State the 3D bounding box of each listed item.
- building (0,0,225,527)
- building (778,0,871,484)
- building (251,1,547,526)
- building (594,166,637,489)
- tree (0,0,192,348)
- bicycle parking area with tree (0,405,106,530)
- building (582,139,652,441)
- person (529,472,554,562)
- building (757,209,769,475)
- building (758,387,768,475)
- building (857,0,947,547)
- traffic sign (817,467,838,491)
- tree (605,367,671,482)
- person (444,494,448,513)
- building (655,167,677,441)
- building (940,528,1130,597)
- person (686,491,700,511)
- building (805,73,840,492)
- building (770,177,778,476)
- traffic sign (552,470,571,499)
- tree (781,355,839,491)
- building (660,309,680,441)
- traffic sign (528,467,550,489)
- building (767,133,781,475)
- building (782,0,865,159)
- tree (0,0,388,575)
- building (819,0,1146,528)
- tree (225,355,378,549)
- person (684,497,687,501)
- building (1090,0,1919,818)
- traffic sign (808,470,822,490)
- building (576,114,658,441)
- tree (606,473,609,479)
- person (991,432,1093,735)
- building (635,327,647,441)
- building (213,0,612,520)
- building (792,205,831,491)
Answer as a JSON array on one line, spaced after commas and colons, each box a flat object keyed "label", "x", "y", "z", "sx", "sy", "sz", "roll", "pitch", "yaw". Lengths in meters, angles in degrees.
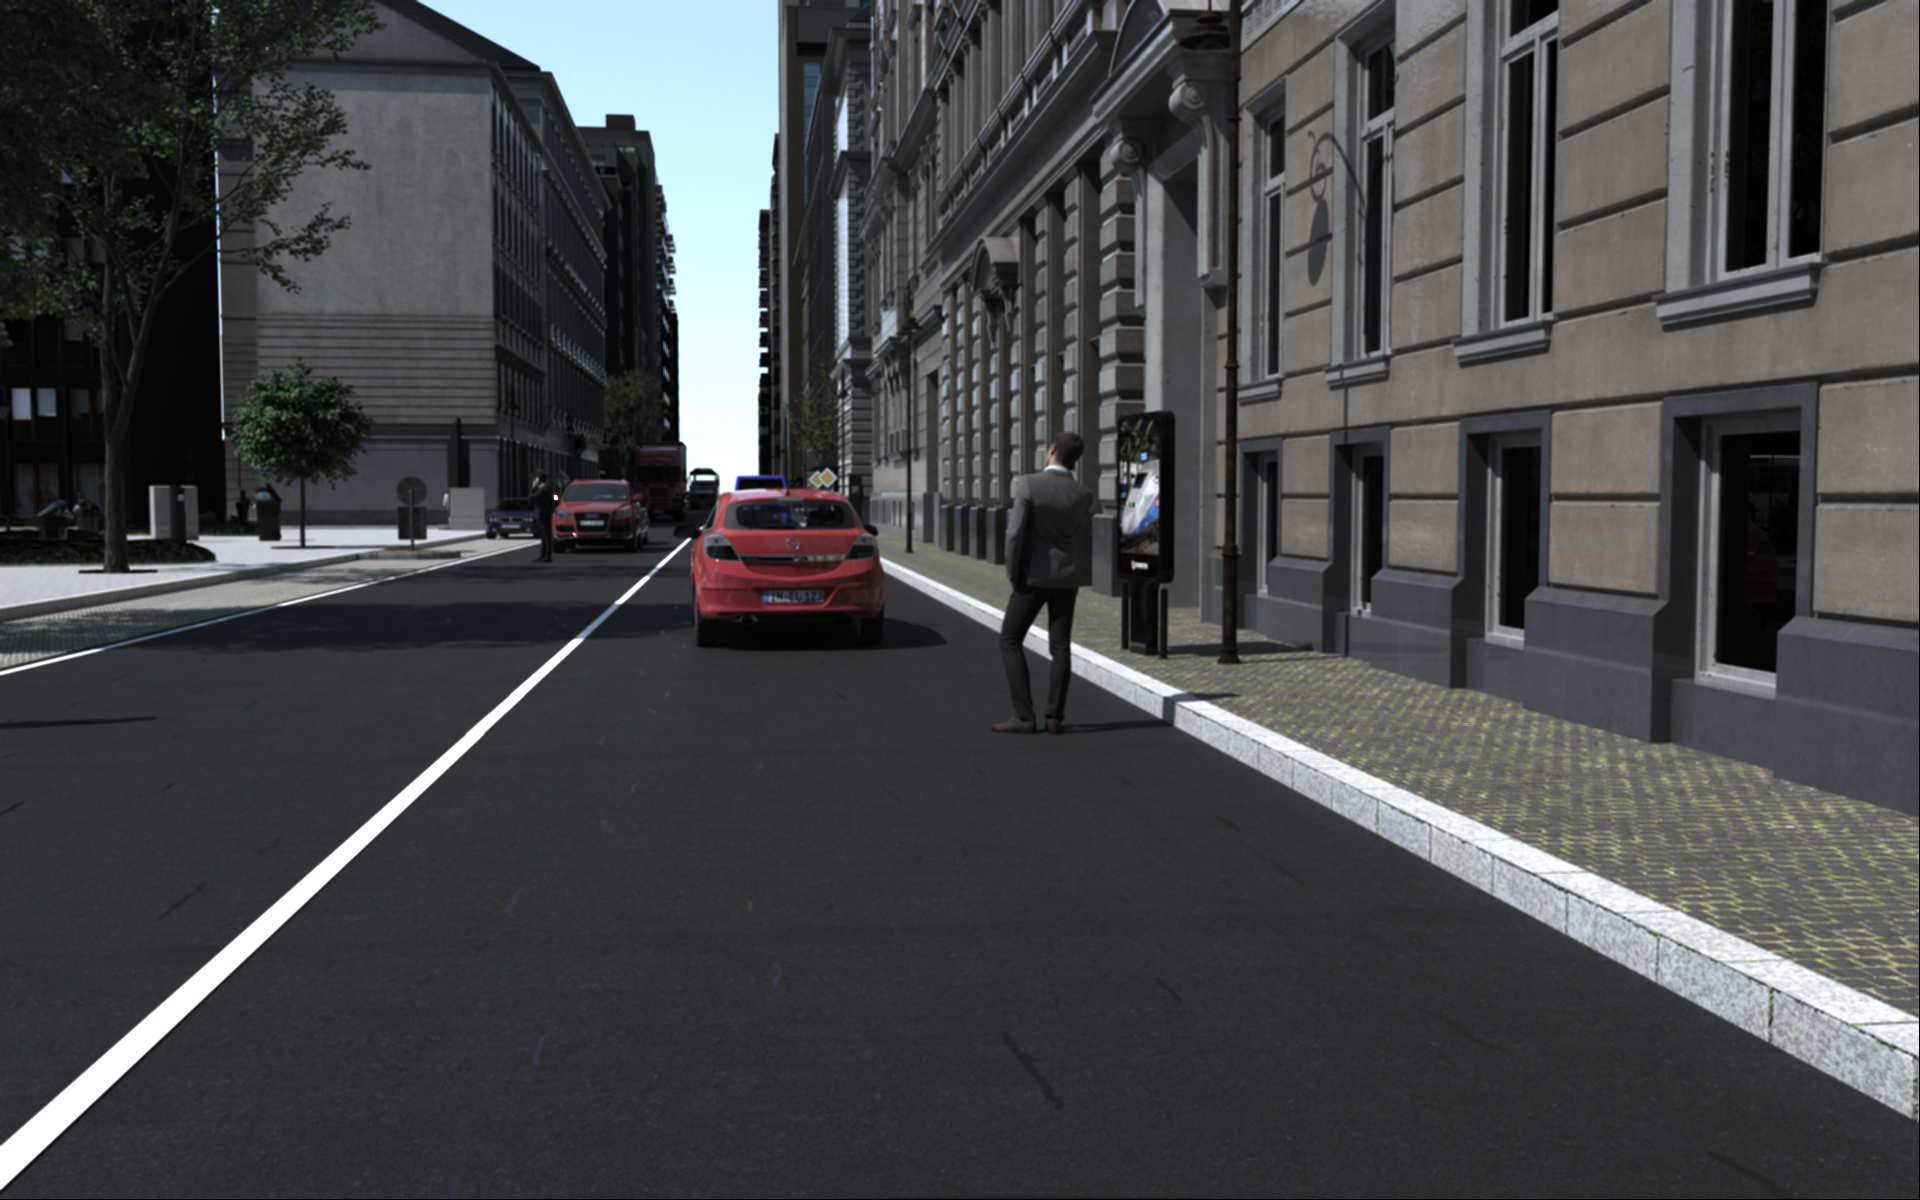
[{"label": "building", "x": -41.034, "y": -14.834, "z": 72.217, "sx": 15.834, "sy": 23.373, "sz": 12.332, "roll": 0, "pitch": 4, "yaw": -7}, {"label": "building", "x": -8.152, "y": -38.974, "z": 179.216, "sx": 21.231, "sy": 58.520, "sz": 28.212, "roll": 0, "pitch": 4, "yaw": -7}, {"label": "building", "x": -24.521, "y": -13.999, "z": 78.040, "sx": 9.793, "sy": 20.994, "sz": 18.267, "roll": 0, "pitch": 4, "yaw": -7}, {"label": "building", "x": -35.858, "y": -23.231, "z": 151.527, "sx": 14.160, "sy": 30.474, "sz": 14.107, "roll": 0, "pitch": 4, "yaw": -7}, {"label": "tree", "x": -11.074, "y": -6.016, "z": 16.486, "sx": 7.486, "sy": 12.596, "sz": 7.792, "roll": 0, "pitch": 3, "yaw": 0}, {"label": "bicycle parking area with tree", "x": -33.460, "y": -4.253, "z": 56.545, "sx": 8.231, "sy": 4.147, "sz": 9.016, "roll": 1, "pitch": 4, "yaw": 19}, {"label": "building", "x": -42.116, "y": -31.214, "z": 193.936, "sx": 14.154, "sy": 41.232, "sz": 14.086, "roll": 0, "pitch": 4, "yaw": -7}, {"label": "person", "x": -8.801, "y": -1.744, "z": 36.378, "sx": 0.474, "sy": 1.900, "sz": 0.648, "roll": 0, "pitch": 4, "yaw": -7}, {"label": "building", "x": -19.271, "y": -37.126, "z": 261.637, "sx": 22.147, "sy": 44.769, "sz": 28.867, "roll": 0, "pitch": 4, "yaw": -7}, {"label": "building", "x": -19.992, "y": -27.357, "z": 292.327, "sx": 27.650, "sy": 21.520, "sz": 28.899, "roll": 0, "pitch": 4, "yaw": -7}, {"label": "building", "x": 4.254, "y": -16.220, "z": 52.595, "sx": 14.401, "sy": 28.519, "sz": 23.554, "roll": 0, "pitch": 4, "yaw": -7}, {"label": "traffic sign", "x": -4.908, "y": -3.701, "z": 64.162, "sx": 0.795, "sy": 2.450, "sz": 0.064, "roll": 0, "pitch": 4, "yaw": -7}, {"label": "tree", "x": -27.217, "y": -13.174, "z": 141.150, "sx": 9.928, "sy": 11.665, "sz": 9.643, "roll": 0, "pitch": 3, "yaw": 0}, {"label": "person", "x": -19.444, "y": -3.507, "z": 66.516, "sx": 0.731, "sy": 1.740, "sz": 0.598, "roll": -1, "pitch": 4, "yaw": -18}, {"label": "building", "x": -52.184, "y": -38.023, "z": 241.285, "sx": 23.786, "sy": 49.044, "sz": 30.456, "roll": 0, "pitch": 4, "yaw": -7}, {"label": "building", "x": 5.466, "y": -12.337, "z": 30.588, "sx": 11.050, "sy": 23.489, "sz": 19.941, "roll": 0, "pitch": 4, "yaw": -7}, {"label": "person", "x": -22.784, "y": -8.481, "z": 147.880, "sx": 1.217, "sy": 1.735, "sz": 0.721, "roll": -1, "pitch": 4, "yaw": -21}, {"label": "building", "x": -1.842, "y": -19.109, "z": 105.941, "sx": 14.314, "sy": 27.812, "sz": 24.014, "roll": 0, "pitch": 4, "yaw": -7}, {"label": "building", "x": -19.053, "y": -36.015, "z": 238.948, "sx": 14.600, "sy": 45.320, "sz": 14.200, "roll": 0, "pitch": 4, "yaw": -7}, {"label": "traffic sign", "x": -16.283, "y": -4.107, "z": 70.785, "sx": 0.795, "sy": 2.450, "sz": 0.064, "roll": 0, "pitch": 4, "yaw": -7}, {"label": "tree", "x": -6.776, "y": -8.483, "z": 89.053, "sx": 4.737, "sy": 8.622, "sz": 4.395, "roll": 0, "pitch": 3, "yaw": 0}, {"label": "building", "x": -50.282, "y": -30.169, "z": 264.956, "sx": 14.160, "sy": 30.474, "sz": 14.107, "roll": 0, "pitch": 4, "yaw": -7}, {"label": "traffic sign", "x": -15.271, "y": -3.622, "z": 62.864, "sx": 0.795, "sy": 2.450, "sz": 0.064, "roll": 0, "pitch": 4, "yaw": -7}, {"label": "building", "x": -11.467, "y": -33.895, "z": 208.809, "sx": 22.147, "sy": 44.769, "sz": 28.867, "roll": 0, "pitch": 4, "yaw": -7}, {"label": "building", "x": -9.003, "y": -31.074, "z": 158.173, "sx": 14.600, "sy": 45.320, "sz": 14.200, "roll": 0, "pitch": 4, "yaw": -7}, {"label": "tree", "x": -13.592, "y": -6.250, "z": 27.946, "sx": 9.928, "sy": 11.665, "sz": 9.643, "roll": 0, "pitch": 3, "yaw": 0}, {"label": "building", "x": 4.013, "y": -15.183, "z": 77.122, "sx": 19.941, "sy": 23.489, "sz": 11.050, "roll": 0, "pitch": 4, "yaw": -7}, {"label": "tree", "x": -15.571, "y": -3.501, "z": 40.960, "sx": 4.285, "sy": 4.588, "sz": 4.351, "roll": 0, "pitch": 3, "yaw": 0}, {"label": "person", "x": -35.142, "y": -12.993, "z": 221.618, "sx": 0.721, "sy": 1.739, "sz": 1.217, "roll": 0, "pitch": 4, "yaw": 5}, {"label": "building", "x": 9.460, "y": -13.754, "z": 10.782, "sx": 13.634, "sy": 28.700, "sz": 20.117, "roll": 0, "pitch": 4, "yaw": -7}, {"label": "traffic sign", "x": -5.920, "y": -4.186, "z": 72.083, "sx": 0.795, "sy": 2.450, "sz": 0.064, "roll": 0, "pitch": 4, "yaw": -7}, {"label": "building", "x": -43.759, "y": -34.122, "z": 208.013, "sx": 14.600, "sy": 45.320, "sz": 14.200, "roll": 0, "pitch": 4, "yaw": -7}, {"label": "tree", "x": -27.351, "y": -8.478, "z": 133.211, "sx": 1.663, "sy": 3.219, "sz": 1.824, "roll": 0, "pitch": 3, "yaw": 0}, {"label": "person", "x": 0.493, "y": -0.105, "z": 10.401, "sx": 0.592, "sy": 1.802, "sz": 0.473, "roll": -1, "pitch": 4, "yaw": -10}, {"label": "building", "x": -45.919, "y": -20.014, "z": 172.273, "sx": 27.650, "sy": 21.520, "sz": 28.899, "roll": 0, "pitch": 4, "yaw": -7}, {"label": "building", "x": -31.745, "y": -20.295, "z": 108.242, "sx": 17.030, "sy": 29.872, "sz": 44.131, "roll": 0, "pitch": 4, "yaw": -7}, {"label": "building", "x": -4.276, "y": -18.330, "z": 132.984, "sx": 16.112, "sy": 22.955, "sz": 30.059, "roll": 0, "pitch": 4, "yaw": -7}]
